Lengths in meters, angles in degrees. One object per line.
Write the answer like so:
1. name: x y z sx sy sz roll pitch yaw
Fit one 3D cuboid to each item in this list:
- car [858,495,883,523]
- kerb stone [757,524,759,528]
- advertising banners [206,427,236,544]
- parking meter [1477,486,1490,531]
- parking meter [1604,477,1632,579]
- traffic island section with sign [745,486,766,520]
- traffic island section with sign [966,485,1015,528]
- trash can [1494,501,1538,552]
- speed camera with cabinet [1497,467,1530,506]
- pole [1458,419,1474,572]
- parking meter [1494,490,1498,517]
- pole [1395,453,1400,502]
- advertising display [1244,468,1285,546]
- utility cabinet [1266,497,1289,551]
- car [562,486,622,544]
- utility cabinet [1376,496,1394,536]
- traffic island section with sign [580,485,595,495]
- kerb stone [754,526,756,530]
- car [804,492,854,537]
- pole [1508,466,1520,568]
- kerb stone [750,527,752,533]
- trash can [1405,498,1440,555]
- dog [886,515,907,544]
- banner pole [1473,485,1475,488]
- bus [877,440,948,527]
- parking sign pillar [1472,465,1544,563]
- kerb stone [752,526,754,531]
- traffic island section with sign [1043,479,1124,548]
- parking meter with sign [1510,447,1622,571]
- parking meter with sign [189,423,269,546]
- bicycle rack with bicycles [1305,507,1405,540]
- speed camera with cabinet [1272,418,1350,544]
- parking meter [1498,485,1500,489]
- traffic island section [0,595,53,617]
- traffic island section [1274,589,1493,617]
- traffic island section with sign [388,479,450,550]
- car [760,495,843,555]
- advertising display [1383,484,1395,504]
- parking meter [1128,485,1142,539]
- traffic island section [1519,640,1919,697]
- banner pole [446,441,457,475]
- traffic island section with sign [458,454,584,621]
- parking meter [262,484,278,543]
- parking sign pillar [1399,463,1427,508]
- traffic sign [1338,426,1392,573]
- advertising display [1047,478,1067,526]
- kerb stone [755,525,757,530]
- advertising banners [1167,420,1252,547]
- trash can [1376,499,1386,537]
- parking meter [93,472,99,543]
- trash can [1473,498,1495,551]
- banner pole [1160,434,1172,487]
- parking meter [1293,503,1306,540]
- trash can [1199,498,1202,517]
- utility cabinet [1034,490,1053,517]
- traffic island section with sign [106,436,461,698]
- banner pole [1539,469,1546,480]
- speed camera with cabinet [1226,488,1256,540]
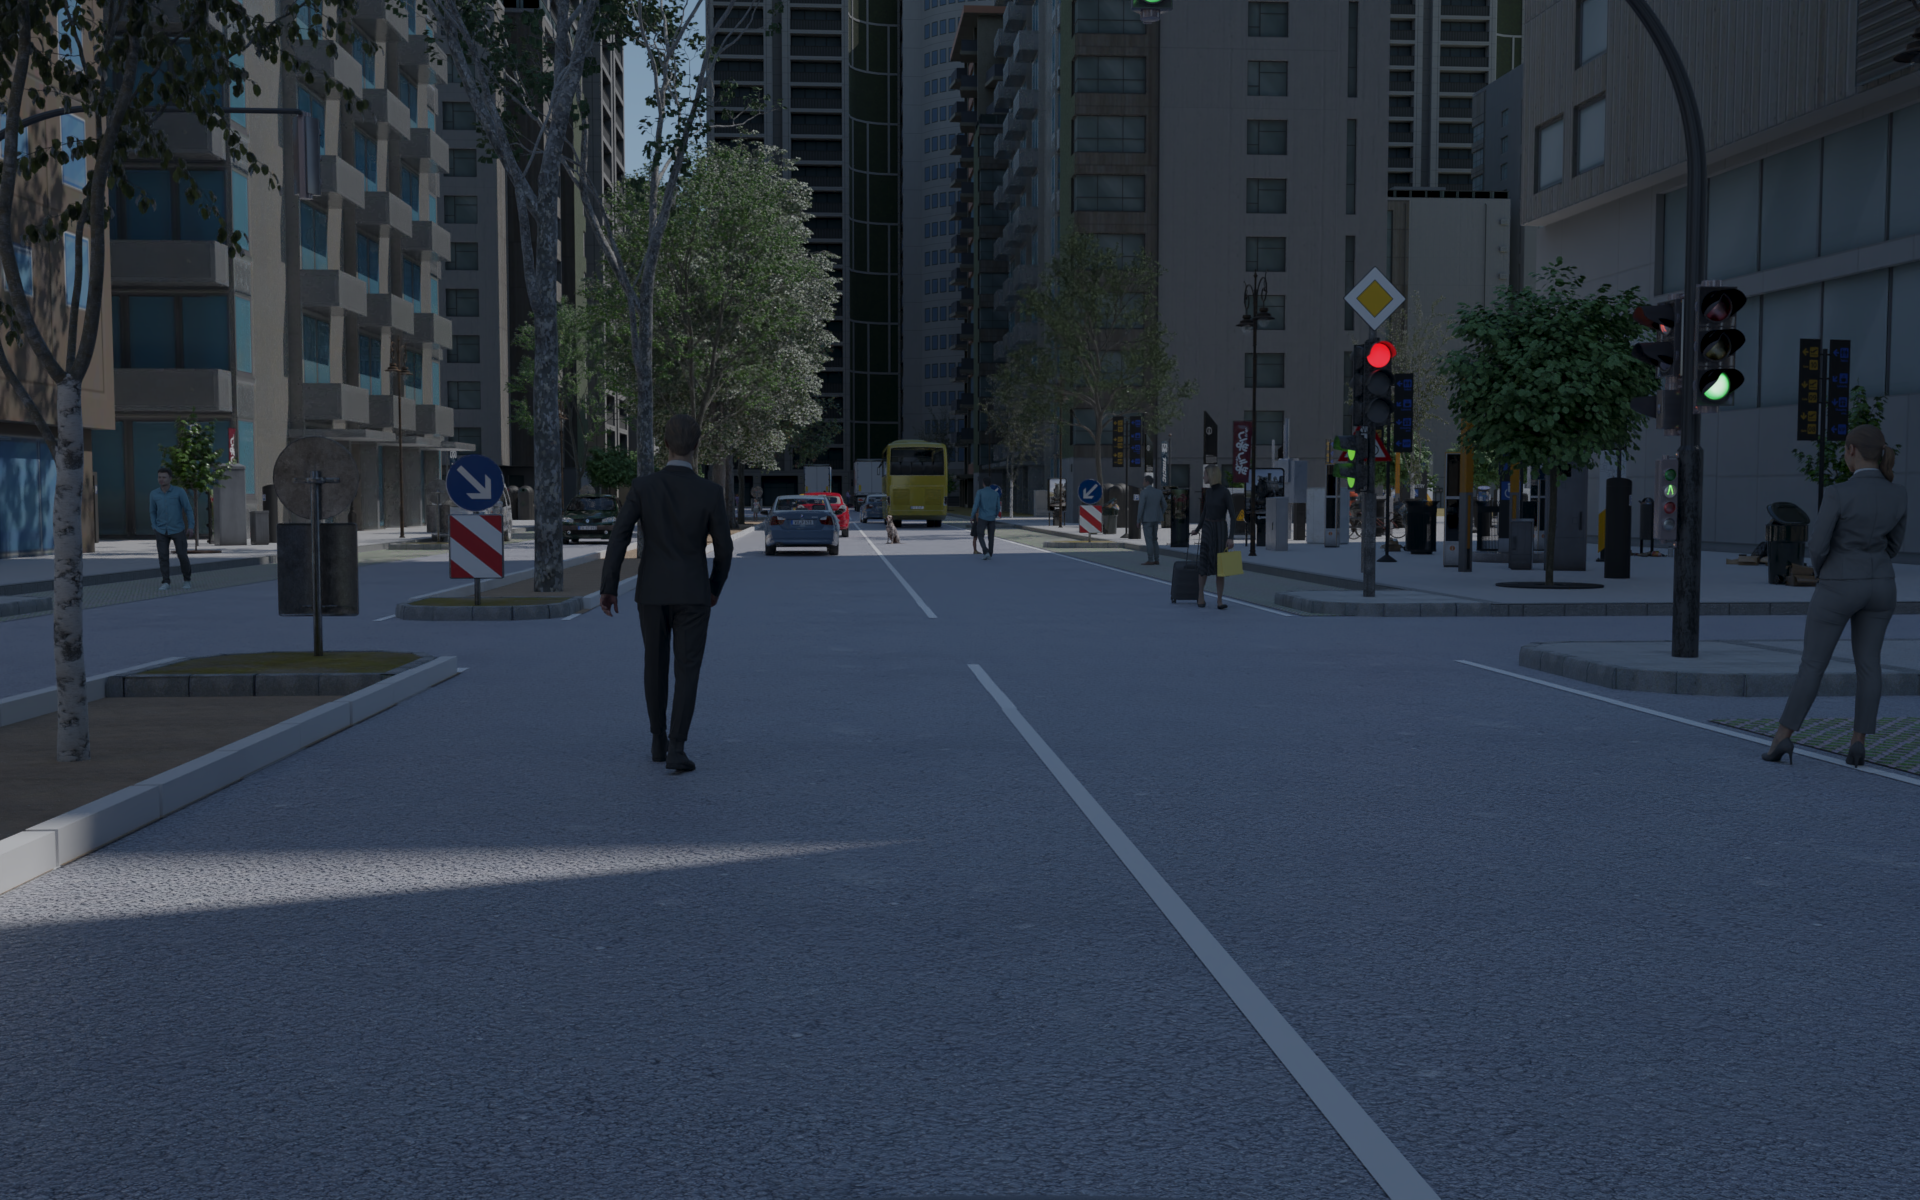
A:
1. car: -4.057 -4.548 86.356 2.014 1.417 4.499 0 4 -6
2. kerb stone: -8.197 -2.863 69.003 0.120 0.150 1.000 0 4 -4
3. advertising banners: -19.124 -2.980 44.905 0.090 3.025 2.074 0 4 -2
4. parking meter: 15.859 -2.694 52.455 0.372 1.533 0.369 0 3 0
5. parking meter: 10.016 -1.098 26.357 0.372 1.533 0.369 0 3 0
6. traffic island section with sign: -11.229 -5.339 95.431 2.006 1.907 1.989 0 4 -4
7. traffic island section with sign: 1.261 -3.957 73.321 1.989 1.847 2.006 0 4 -4
8. trash can: 11.518 -1.471 35.700 0.748 1.137 0.748 0 3 0
9. speed camera with cabinet: 17.751 -3.666 54.278 2.038 3.252 0.660 -2 4 -32
10. pole: 8.326 -2.117 28.452 0.158 3.312 0.155 0 3 0
11. parking meter: 30.647 -5.532 98.856 0.372 1.533 0.369 0 3 0
12. pole: 17.335 -4.575 68.638 0.158 3.312 0.155 0 3 0
13. advertising display: 7.439 -2.273 42.376 0.974 1.923 0.123 0 4 2
14. utility cabinet: 7.198 -1.726 39.379 0.306 1.237 1.020 0 4 -3
15. car: -10.726 -2.510 50.831 2.009 1.686 4.222 0 4 -6
16. utility cabinet: 13.086 -2.620 53.999 0.306 1.237 1.020 -1 4 -23
17. traffic island section with sign: -15.768 -3.959 73.353 1.989 1.847 2.006 0 4 -4
18. kerb stone: -7.959 -2.676 65.942 0.120 0.150 1.000 0 4 -4
19. car: -4.668 -3.033 58.634 2.155 1.783 4.494 0 4 -4
20. pole: 9.599 -2.208 29.942 0.158 3.312 0.155 0 3 0
21. kerb stone: -7.736 -2.484 62.876 0.120 0.150 1.000 0 4 -4
22. trash can: 9.832 -1.542 36.860 0.748 1.137 0.748 0 3 0
23. dog: -1.825 -2.021 49.884 0.800 0.831 0.513 -1 4 -22
24. banner pole: 25.597 -5.944 87.203 0.401 3.779 0.863 -3 4 -38
25. bus: -2.158 -5.259 77.526 2.896 3.916 12.252 0 4 -4
26. parking sign pillar: 10.431 -2.706 32.718 1.447 3.967 1.447 1 4 19
27. kerb stone: -7.884 -2.613 64.922 0.120 0.150 1.000 0 4 -4
28. traffic island section with sign: 3.272 -2.313 46.441 1.989 1.847 2.006 0 4 -4
29. parking meter with sign: 10.162 -2.004 29.031 1.738 3.016 0.543 1 4 21
30. parking meter with sign: -18.148 -2.862 43.060 1.738 3.016 0.543 -3 5 -43
31. bicycle rack with bicycles: 11.064 -2.223 49.735 2.925 0.926 2.852 3 4 36
32. speed camera with cabinet: 9.107 -3.087 44.803 0.660 3.252 2.038 -3 5 -40
33. parking meter: 30.051 -5.525 96.044 0.399 1.863 0.255 -2 4 -23
34. traffic island section: -12.110 0.117 20.361 2.009 0.180 2.903 0 4 -4
35. traffic island section: 5.134 0.039 21.646 2.009 0.180 2.903 0 4 -4
36. traffic island section with sign: -13.652 -2.232 45.119 1.989 1.847 2.006 0 4 -4
37. car: -3.818 -1.820 41.761 2.014 1.417 4.499 0 4 -5
38. advertising display: 24.229 -5.656 97.688 0.974 1.923 0.123 1 4 10
39. parking meter: 4.979 -2.502 49.322 0.372 1.533 0.369 0 3 0
40. traffic island section: 5.731 0.526 13.683 2.009 0.180 2.903 0 4 -4
41. banner pole: -24.234 -5.656 82.496 0.401 3.779 0.863 2 4 33
42. traffic island section with sign: -5.597 -0.756 20.503 2.006 1.907 1.989 0 4 -4
43. parking meter: -18.076 -2.262 45.399 0.372 1.533 0.369 0 3 0
44. parking sign pillar: 22.162 -5.886 84.705 1.447 3.967 1.447 -1 4 -11
45. traffic sign: 6.574 -1.724 28.199 0.884 2.594 0.081 0 4 -2
46. advertising display: 3.901 -3.943 69.675 0.974 1.923 0.123 -3 5 -41
47. kerb stone: -8.035 -2.738 66.961 0.120 0.150 1.000 0 4 -4
48. advertising banners: 5.992 -2.765 41.401 2.074 3.025 0.090 1 4 14
49. trash can: 12.453 -2.472 52.073 0.748 1.137 0.748 0 3 0
50. parking meter: -22.681 -2.416 45.219 0.255 1.863 0.399 -1 4 -15
51. trash can: 11.439 -1.567 37.273 0.748 1.137 0.748 0 3 0
52. banner pole: 8.546 -4.994 71.668 0.401 3.779 0.863 3 5 41
53. parking meter: 9.406 -2.584 47.958 0.255 1.863 0.399 0 4 -6
54. trash can: 9.238 -3.232 64.494 0.748 1.137 0.748 0 3 0
55. utility cabinet: 4.693 -5.335 95.899 1.173 1.500 0.318 -1 4 -16
56. traffic island section with sign: -5.053 -0.305 13.116 2.006 1.907 1.989 0 4 -4
57. banner pole: 12.707 -2.882 37.131 0.863 3.779 0.401 1 4 23
58. speed camera with cabinet: 8.525 -3.343 48.997 2.038 3.252 0.660 0 4 3
